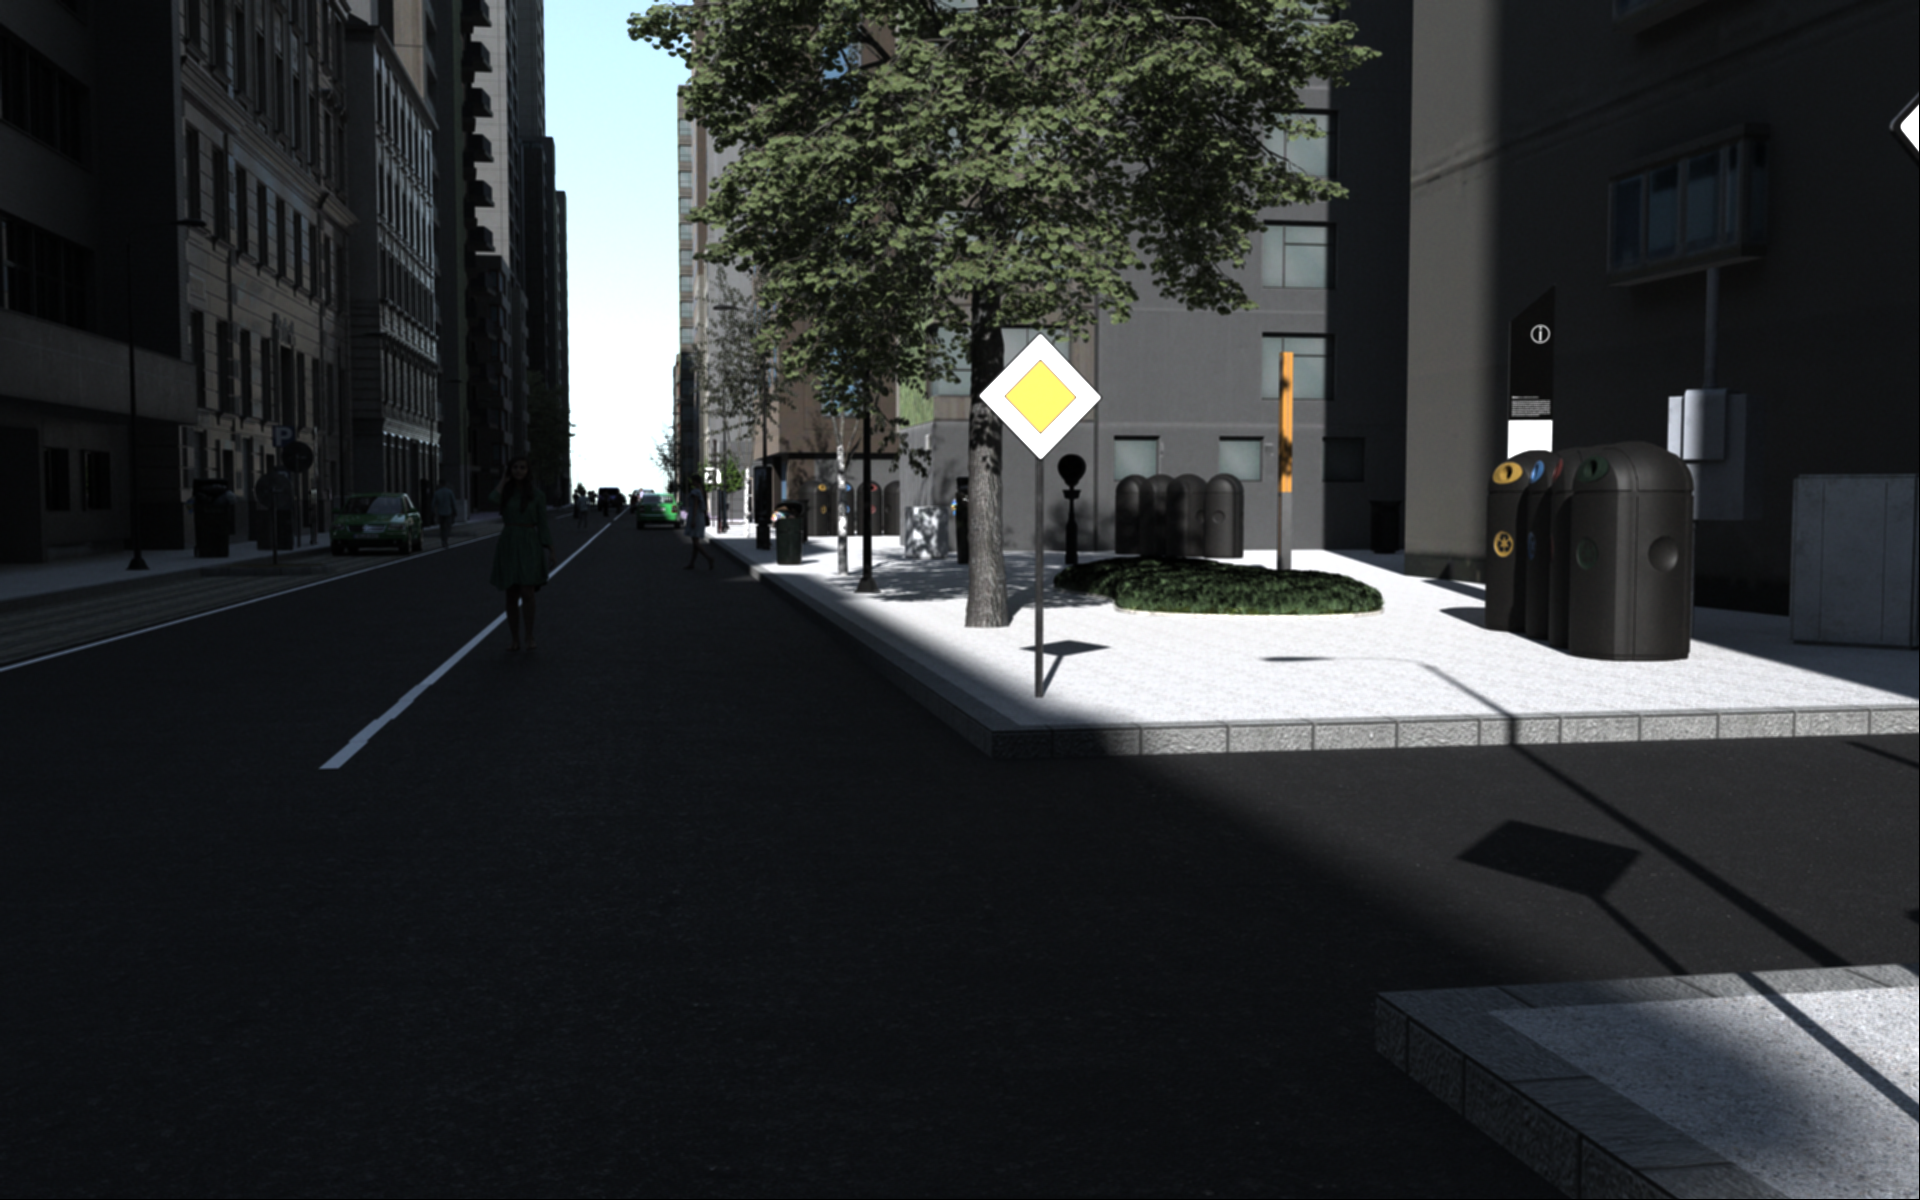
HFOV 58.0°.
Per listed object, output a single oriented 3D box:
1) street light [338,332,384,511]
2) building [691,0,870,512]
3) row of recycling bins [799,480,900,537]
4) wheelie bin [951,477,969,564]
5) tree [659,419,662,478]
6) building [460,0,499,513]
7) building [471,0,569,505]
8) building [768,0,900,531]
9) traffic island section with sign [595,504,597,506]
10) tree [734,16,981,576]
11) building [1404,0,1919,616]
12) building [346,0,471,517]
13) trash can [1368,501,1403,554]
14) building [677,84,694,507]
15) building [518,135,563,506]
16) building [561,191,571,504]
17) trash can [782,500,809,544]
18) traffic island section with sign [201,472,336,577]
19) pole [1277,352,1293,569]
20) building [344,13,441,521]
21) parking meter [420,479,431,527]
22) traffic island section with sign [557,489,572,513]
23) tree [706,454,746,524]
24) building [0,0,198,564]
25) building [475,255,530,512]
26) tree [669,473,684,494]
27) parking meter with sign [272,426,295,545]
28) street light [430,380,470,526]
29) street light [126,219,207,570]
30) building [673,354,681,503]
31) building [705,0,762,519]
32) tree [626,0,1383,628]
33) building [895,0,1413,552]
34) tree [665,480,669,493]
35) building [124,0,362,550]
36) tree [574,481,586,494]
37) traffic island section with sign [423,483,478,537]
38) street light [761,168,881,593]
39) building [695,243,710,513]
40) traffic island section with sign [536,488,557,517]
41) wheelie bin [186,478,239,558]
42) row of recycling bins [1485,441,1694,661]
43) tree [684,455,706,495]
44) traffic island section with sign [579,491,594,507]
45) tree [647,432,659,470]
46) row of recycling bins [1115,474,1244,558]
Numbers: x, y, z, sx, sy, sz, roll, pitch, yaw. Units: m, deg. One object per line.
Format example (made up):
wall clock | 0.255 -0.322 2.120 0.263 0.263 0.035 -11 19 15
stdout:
street light | -17.215 -4.722 49.742 1.470 5.913 1.316 -1 4 -10
building | -16.396 -30.745 152.791 14.600 45.320 14.200 -1 4 -10
row of recycling bins | -3.219 -2.811 53.074 3.534 1.692 1.069 -1 4 -22
wheelie bin | 0.286 -1.468 31.902 0.980 1.594 0.693 1 4 10
tree | -6.223 -6.127 50.540 4.360 8.622 3.978 0 3 0
building | -41.176 -27.748 108.306 22.147 44.769 28.867 -1 4 -10
building | -57.844 -47.017 206.986 20.563 71.187 20.611 -1 4 -10
building | -0.667 -25.451 66.229 14.600 45.320 14.200 -1 4 -10
traffic island section with sign | -45.823 -12.617 214.908 1.989 1.847 2.006 -1 4 -10
tree | -1.658 -4.678 26.852 4.360 8.622 3.978 0 3 0
building | 18.119 -24.449 23.449 21.600 48.544 21.300 -1 4 -10
building | -33.098 -24.724 87.835 14.154 41.232 14.086 -1 4 -10
trash can | 9.186 -1.576 37.426 0.748 1.137 0.748 0 3 0
building | -21.766 -30.216 177.632 14.154 41.232 14.086 -1 4 -10
building | -51.975 -31.056 191.367 14.154 41.232 14.086 -1 4 -10
building | -58.465 -33.161 225.777 14.154 41.232 14.086 -1 4 -10
trash can | -4.258 -2.036 44.943 0.748 1.137 0.748 0 3 0
traffic island section with sign | -12.284 -1.364 30.924 1.989 1.847 2.006 -1 4 -10
pole | 4.688 -1.904 24.975 0.158 3.312 0.155 0 3 0
building | -27.770 -13.652 72.358 9.793 20.994 18.267 -1 4 -10
parking meter | -20.710 -3.754 67.091 0.255 1.863 0.399 0 4 7
traffic island section with sign | -31.128 -7.687 134.312 1.989 1.847 2.006 -1 4 -10
tree | -9.991 -4.899 74.704 1.663 3.219 1.824 0 3 0
building | -21.185 -12.425 22.212 14.314 24.678 30.058 -1 4 -10
building | -49.349 -17.882 137.404 27.650 21.520 28.899 -1 4 -10
tree | -21.742 -8.732 137.377 1.663 3.219 1.824 0 3 0
parking meter with sign | -16.990 -2.887 43.471 0.543 3.016 1.738 -1 4 -18
street light | -20.873 -5.978 70.277 1.470 5.913 1.316 -1 4 -10
street light | -13.423 -3.472 29.312 1.470 5.913 1.316 -1 4 -10
building | -23.792 -23.528 229.727 27.650 21.520 28.899 -1 4 -10
building | -4.402 -34.251 102.007 21.231 58.520 28.212 -1 4 -10
tree | 0.554 -5.995 16.143 7.486 12.596 7.792 0 3 0
building | 5.100 -22.100 44.937 14.154 41.232 14.086 -1 4 -10
tree | -31.987 -12.055 191.705 1.663 3.219 1.824 0 3 0
building | -25.547 -15.450 49.873 12.463 27.353 25.104 -1 4 -10
tree | -52.704 -15.000 239.844 1.663 3.219 1.824 0 3 0
traffic island section with sign | -17.170 -3.008 57.803 1.989 1.847 2.006 -1 4 -10
street light | -1.742 -3.046 22.344 1.470 5.913 1.316 -1 4 -10
building | -5.940 -17.646 133.555 27.650 21.520 28.899 -1 4 -10
traffic island section with sign | -26.297 -6.065 107.792 1.989 1.847 2.006 -1 4 -10
wheelie bin | -15.130 -1.663 35.095 0.980 1.594 0.693 -2 4 -30
row of recycling bins | 5.386 -0.480 14.959 1.069 1.692 3.534 0 4 3
tree | -12.780 -5.623 86.534 1.663 3.219 1.824 0 3 0
traffic island section with sign | -40.946 -10.978 188.116 1.989 1.847 2.006 -1 4 -10
tree | -27.823 -13.265 167.245 4.360 8.622 3.978 0 3 0
row of recycling bins | 4.497 -1.761 35.904 1.069 1.692 3.534 -2 4 -35
